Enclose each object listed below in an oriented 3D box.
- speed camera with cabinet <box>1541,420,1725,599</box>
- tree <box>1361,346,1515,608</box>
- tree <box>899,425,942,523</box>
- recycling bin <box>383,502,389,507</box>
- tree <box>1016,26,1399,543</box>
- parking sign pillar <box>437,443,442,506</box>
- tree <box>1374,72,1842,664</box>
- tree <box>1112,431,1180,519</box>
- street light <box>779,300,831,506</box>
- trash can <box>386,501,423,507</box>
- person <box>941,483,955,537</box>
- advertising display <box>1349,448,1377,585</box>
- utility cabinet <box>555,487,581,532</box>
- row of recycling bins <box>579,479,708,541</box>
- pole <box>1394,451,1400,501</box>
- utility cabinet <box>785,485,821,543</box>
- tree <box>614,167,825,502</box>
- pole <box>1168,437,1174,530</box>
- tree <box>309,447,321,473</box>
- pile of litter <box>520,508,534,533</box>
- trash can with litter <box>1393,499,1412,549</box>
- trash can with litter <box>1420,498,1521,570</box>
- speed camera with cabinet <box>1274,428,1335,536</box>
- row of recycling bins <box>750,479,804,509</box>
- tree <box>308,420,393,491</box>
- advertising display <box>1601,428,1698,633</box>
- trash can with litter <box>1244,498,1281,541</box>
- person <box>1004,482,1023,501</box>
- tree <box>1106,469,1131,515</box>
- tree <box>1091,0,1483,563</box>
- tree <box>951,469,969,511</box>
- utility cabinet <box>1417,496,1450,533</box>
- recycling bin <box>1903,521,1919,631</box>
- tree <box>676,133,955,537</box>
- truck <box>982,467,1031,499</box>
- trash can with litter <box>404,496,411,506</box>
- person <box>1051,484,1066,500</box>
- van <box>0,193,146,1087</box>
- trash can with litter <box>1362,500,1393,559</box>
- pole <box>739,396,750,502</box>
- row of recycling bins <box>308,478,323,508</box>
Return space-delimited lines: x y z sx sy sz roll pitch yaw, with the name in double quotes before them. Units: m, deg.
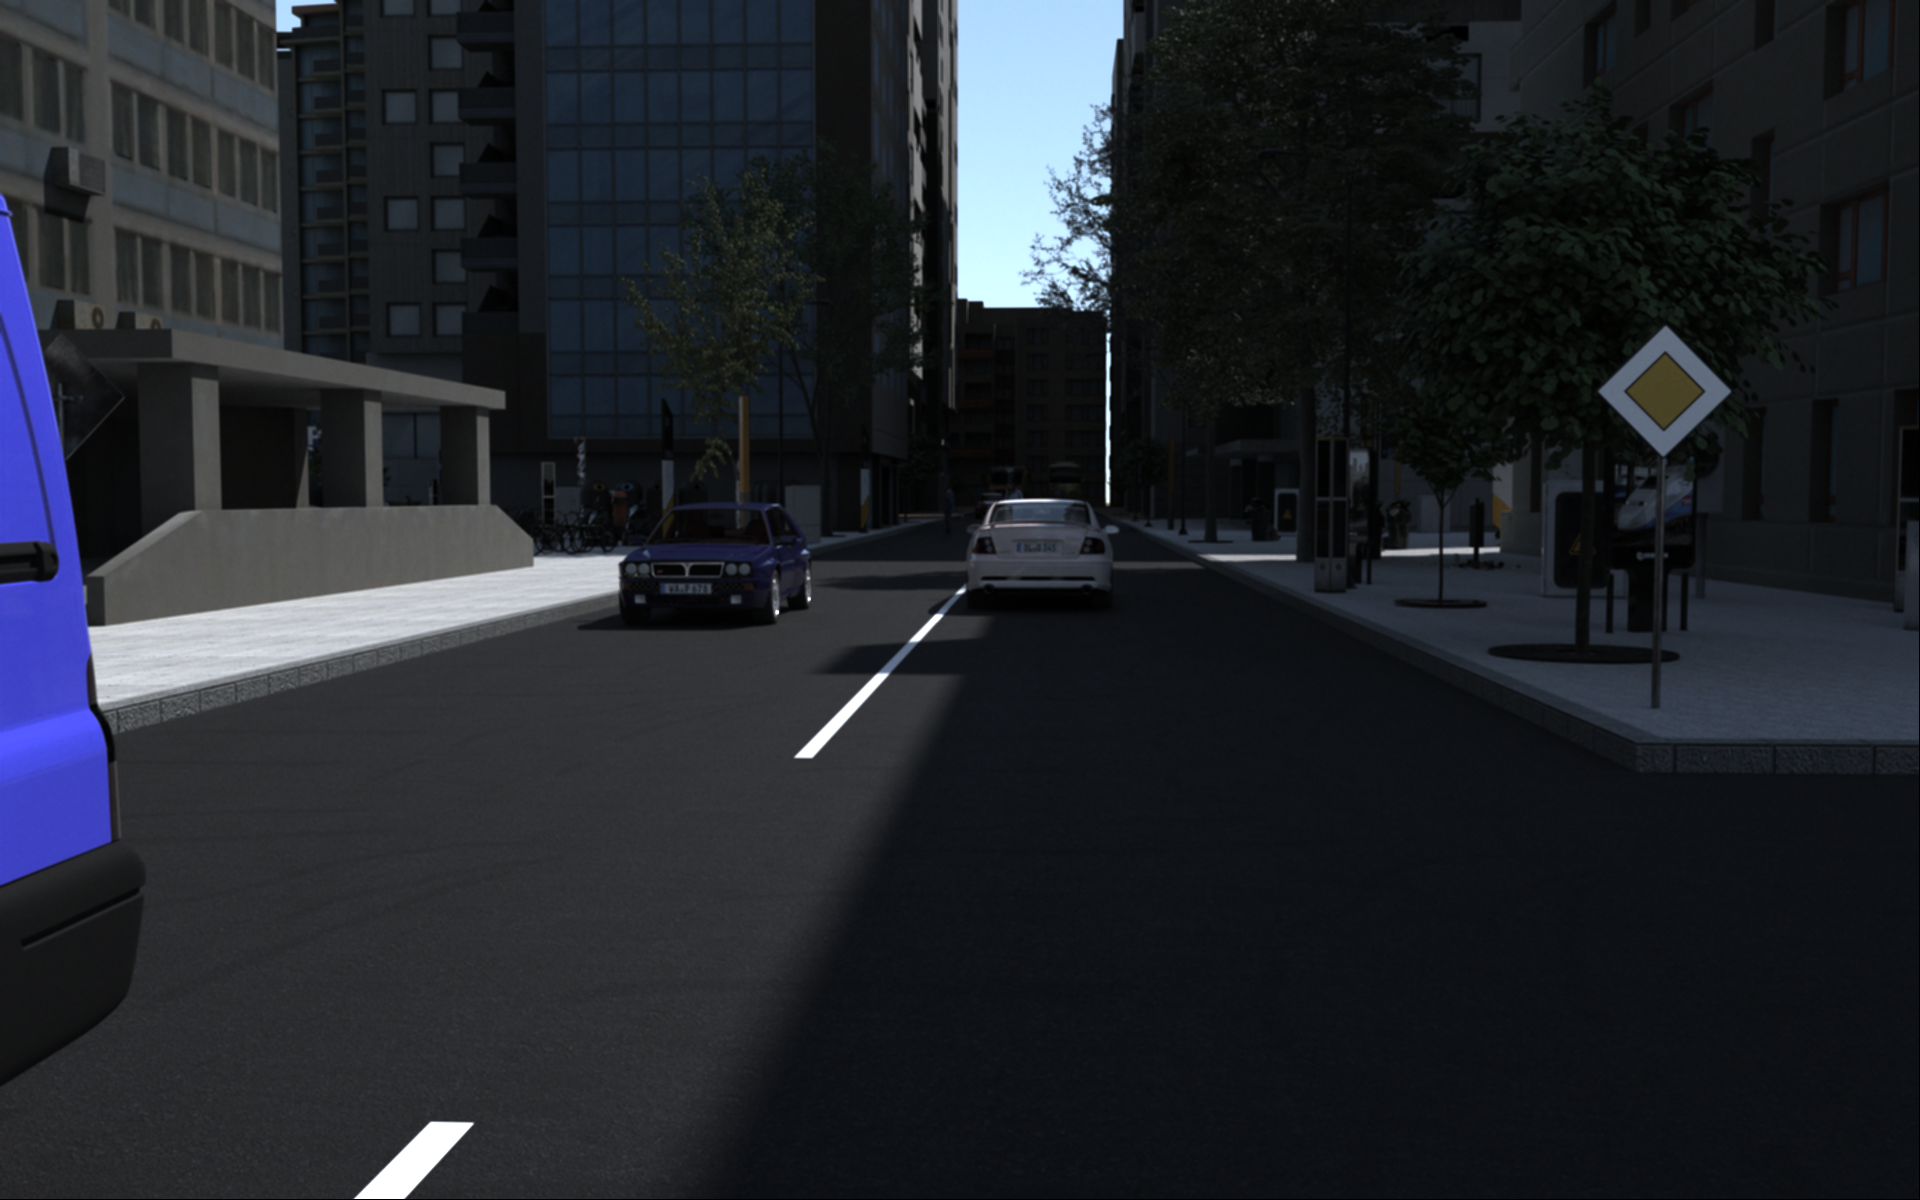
"speed camera with cabinet" 8.248 -1.647 21.266 2.038 3.252 0.660 1 4 17
"tree" 5.646 -1.539 19.764 1.663 3.219 1.824 0 3 0
"tree" -3.189 -6.180 84.761 4.285 4.588 4.351 0 3 0
"recycling bin" -17.490 -2.444 52.520 0.722 1.027 0.722 0 4 -2
"tree" 6.583 -8.265 45.505 12.009 13.543 11.850 0 3 0
"parking sign pillar" -19.587 -4.757 66.249 1.447 3.967 1.447 -2 4 -31
"tree" 4.949 -1.825 13.555 4.285 4.588 4.351 0 3 0
"tree" 9.391 -6.396 88.289 4.285 4.588 4.351 0 3 0
"street light" -3.773 -4.224 41.606 1.470 5.913 1.316 0 4 3
"trash can" -11.718 -1.523 36.554 0.748 1.137 0.748 0 3 0
"person" -0.378 -2.997 57.683 0.419 1.800 0.721 -1 4 -9
"advertising display" 5.635 -1.204 24.892 0.123 1.923 0.974 -1 4 -22
"utility cabinet" -12.859 -2.983 57.452 1.173 1.500 0.318 0 4 8
"row of recycling bins" -8.729 -2.488 47.784 3.534 1.692 1.069 0 4 -3
"pole" 14.482 -3.885 57.368 0.158 3.312 0.155 0 3 0
"utility cabinet" -4.033 -2.182 44.357 0.318 1.500 1.173 2 4 29
"tree" -5.173 -5.393 38.535 4.737 8.622 4.395 0 3 0
"pole" 7.567 -4.174 62.085 0.158 3.312 0.155 0 3 0
"tree" -31.115 -6.253 85.952 4.285 4.588 4.351 0 3 0
"pile of litter" -13.834 -2.473 54.407 1.176 0.858 1.719 -1 4 -19
"trash can with litter" 10.068 -1.774 40.398 0.624 1.170 1.055 -1 4 -17
"trash can with litter" 8.916 -1.170 30.194 1.678 1.210 2.233 1 4 14
"speed camera with cabinet" 10.531 -3.544 52.284 2.038 3.252 0.660 3 4 37
"row of recycling bins" -5.261 -2.583 49.342 1.069 1.692 3.534 -2 4 -24
"tree" -14.025 -2.733 39.293 1.663 3.219 1.824 0 3 0
"advertising display" 6.407 -0.666 16.095 0.974 1.923 0.123 -1 4 -19
"trash can with litter" 8.287 -2.196 47.293 0.624 1.170 1.055 3 5 41
"person" 1.633 -2.571 50.803 0.793 1.790 0.793 0 4 -5
"tree" 9.824 -6.869 106.907 1.663 3.219 1.824 0 3 0
"tree" 6.162 -6.977 32.207 7.486 12.596 7.792 0 3 0
"tree" -0.349 -8.324 130.706 1.663 3.219 1.824 0 3 0
"utility cabinet" 15.459 -2.773 56.507 1.020 1.237 0.306 0 4 -8
"recycling bin" 9.392 -0.226 16.252 0.722 1.027 0.722 -3 4 -37
"tree" -4.148 -7.689 51.476 9.928 11.665 9.643 0 3 0
"truck" 3.522 -7.909 125.232 3.469 3.379 9.791 0 4 4
"trash can with litter" -21.960 -3.541 68.948 1.678 1.210 2.233 -2 4 -29
"person" 3.999 -3.777 70.067 0.655 1.846 0.447 1 4 16
"van" -2.683 0.209 0.973 2.240 2.365 5.245 0 4 1
"trash can with litter" 7.912 -1.399 34.262 0.624 1.170 1.055 -2 4 -26
"pole" -4.501 -2.589 36.173 0.158 3.312 0.155 0 3 0
"row of recycling bins" -16.349 -2.173 42.643 3.534 1.692 1.069 1 4 14
